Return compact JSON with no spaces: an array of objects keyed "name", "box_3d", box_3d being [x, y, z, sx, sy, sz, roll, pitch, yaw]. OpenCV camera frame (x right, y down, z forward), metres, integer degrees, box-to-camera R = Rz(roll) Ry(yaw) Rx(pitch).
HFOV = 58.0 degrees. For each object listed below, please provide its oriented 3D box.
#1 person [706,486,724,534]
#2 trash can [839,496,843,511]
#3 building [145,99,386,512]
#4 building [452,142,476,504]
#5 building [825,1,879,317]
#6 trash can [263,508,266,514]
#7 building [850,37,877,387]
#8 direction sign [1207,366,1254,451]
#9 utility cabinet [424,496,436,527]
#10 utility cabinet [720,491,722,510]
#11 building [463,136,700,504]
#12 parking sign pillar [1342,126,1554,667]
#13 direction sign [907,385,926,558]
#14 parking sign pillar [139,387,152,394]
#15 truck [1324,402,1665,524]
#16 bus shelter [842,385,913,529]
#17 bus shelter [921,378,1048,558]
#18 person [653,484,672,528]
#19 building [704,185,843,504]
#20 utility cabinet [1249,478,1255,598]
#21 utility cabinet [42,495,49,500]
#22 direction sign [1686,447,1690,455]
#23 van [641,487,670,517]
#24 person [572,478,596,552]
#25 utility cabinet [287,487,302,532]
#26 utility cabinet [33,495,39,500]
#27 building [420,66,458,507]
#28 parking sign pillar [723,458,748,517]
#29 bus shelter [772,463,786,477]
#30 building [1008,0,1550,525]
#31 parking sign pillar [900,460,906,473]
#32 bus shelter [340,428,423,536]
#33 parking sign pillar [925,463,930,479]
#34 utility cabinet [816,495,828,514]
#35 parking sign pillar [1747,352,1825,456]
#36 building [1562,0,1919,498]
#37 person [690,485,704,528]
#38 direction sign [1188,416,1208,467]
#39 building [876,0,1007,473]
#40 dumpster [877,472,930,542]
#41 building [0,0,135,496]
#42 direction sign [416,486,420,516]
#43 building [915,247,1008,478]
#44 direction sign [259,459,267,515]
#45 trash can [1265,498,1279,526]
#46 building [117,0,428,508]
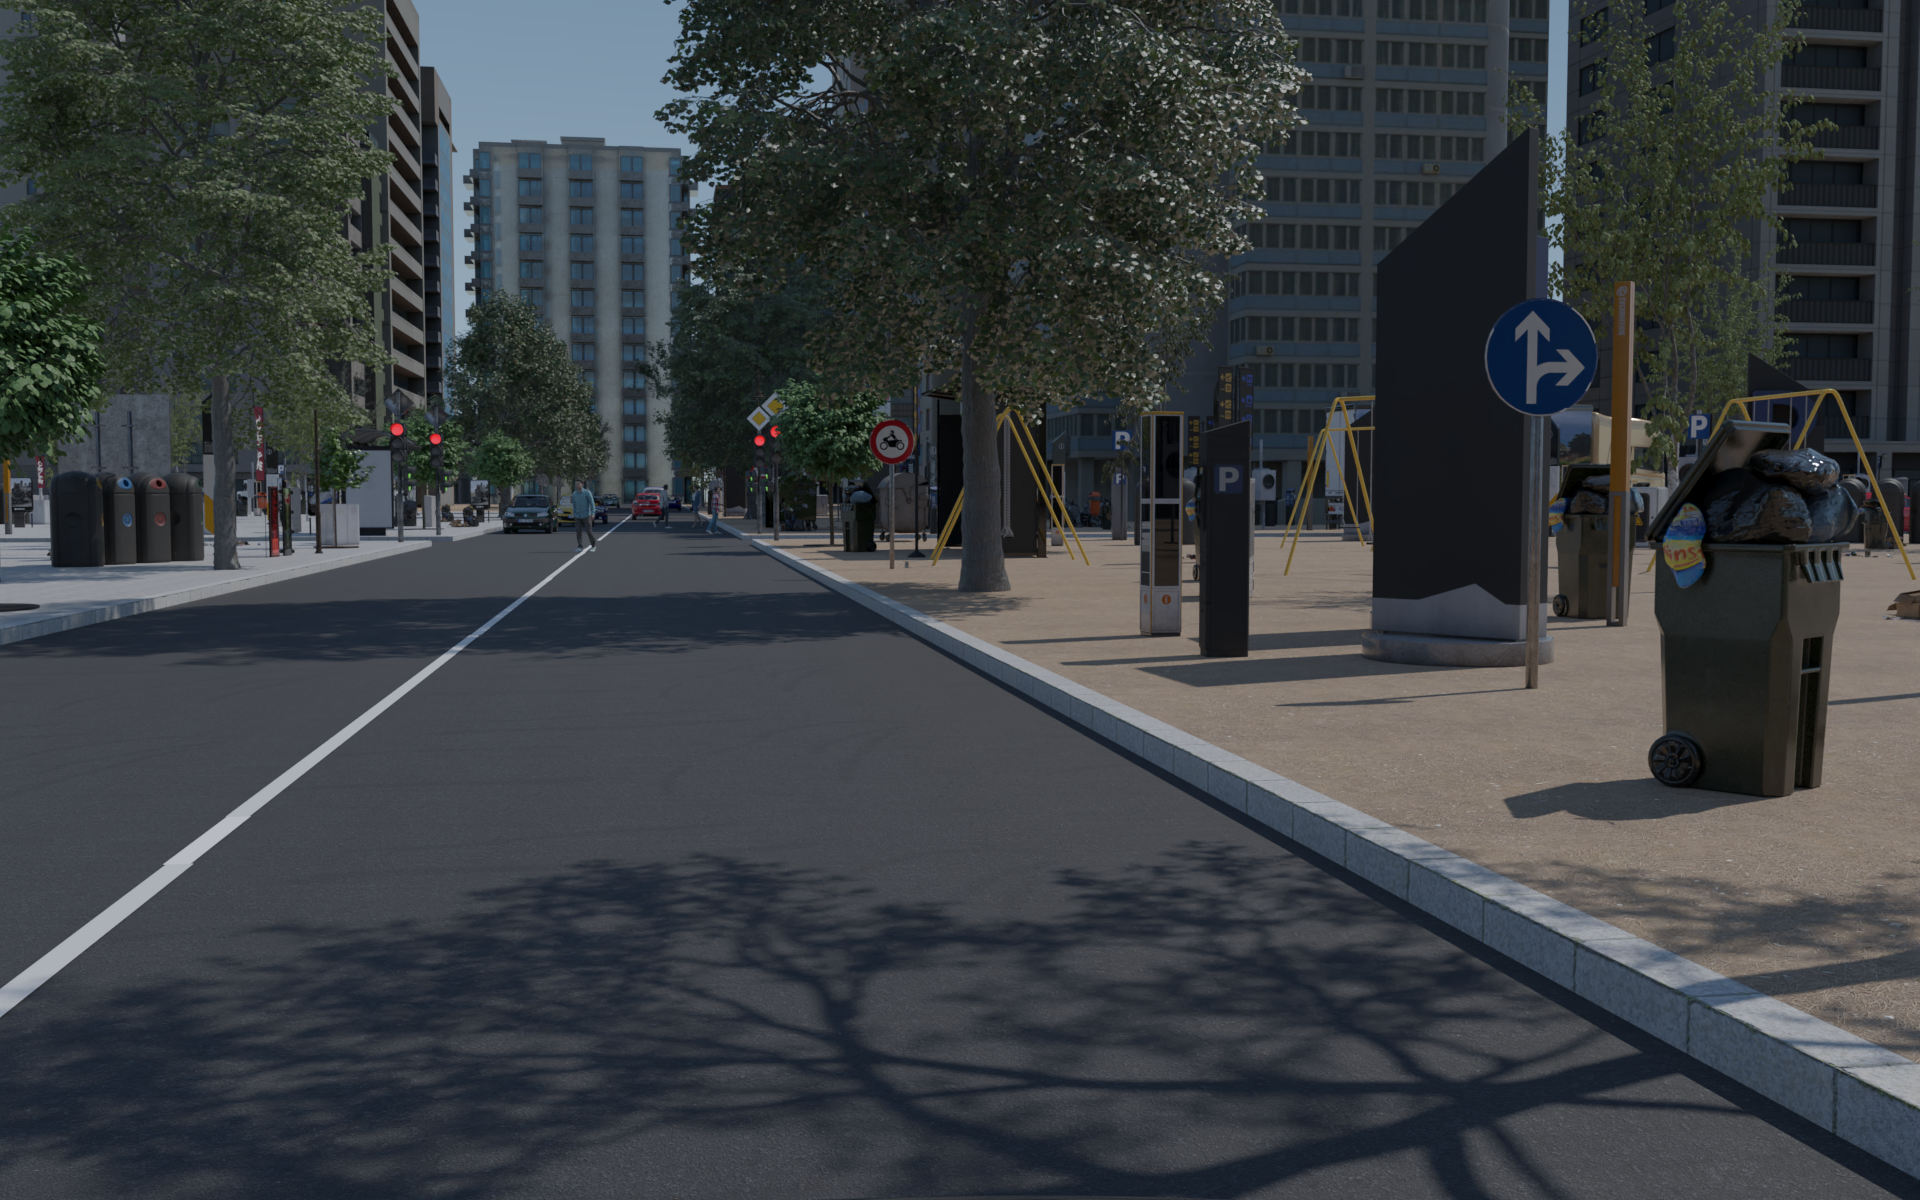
[{"name":"person","box_3d":[-8.837,-3.245,62.399,0.643,1.720,0.563,-1,4,-10]},{"name":"trash can","box_3d":[-8.433,-6.990,125.933,0.748,1.137,0.748,0,3,0]},{"name":"building","box_3d":[-51.939,-21.971,130.928,14.160,30.474,14.107,-1,4,-10]},{"name":"building","box_3d":[-80.212,-39.260,231.137,27.495,52.752,28.713,-1,4,-10]},{"name":"building","box_3d":[1.319,-36.225,181.512,28.713,52.752,27.495,-1,4,-10]},{"name":"trash can","box_3d":[-43.053,-5.882,107.823,0.748,1.137,0.748,0,3,0]},{"name":"building","box_3d":[-2.422,-31.184,159.971,14.600,45.320,14.200,-1,4,-10]},{"name":"direction sign","box_3d":[4.922,-2.384,30.970,0.876,3.537,0.379,-3,4,-37]},{"name":"utility cabinet","box_3d":[-20.726,-3.466,67.832,0.306,1.237,1.020,0,4,-6]},{"name":"utility cabinet","box_3d":[-17.366,-7.239,127.039,0.318,1.500,1.173,2,4,24]},{"name":"building","box_3d":[-50.827,-37.635,234.942,30.456,49.044,23.786,-1,4,-10]},{"name":"parking sign pillar","box_3d":[3.880,-1.525,13.413,1.447,3.967,1.447,-3,5,-43]},{"name":"direction sign","box_3d":[-0.879,-2.632,35.028,0.379,3.537,0.876,0,4,6]},{"name":"parking sign pillar","box_3d":[-20.886,-3.353,43.298,1.447,3.967,1.447,3,4,36]},{"name":"truck","box_3d":[17.341,-4.043,55.013,11.283,4.237,2.839,-1,4,-10]},{"name":"bus shelter","box_3d":[-3.175,-5.144,61.739,2.179,5.291,8.768,-1,4,-10]},{"name":"bus shelter","box_3d":[0.468,-2.835,37.627,1.731,3.624,6.357,-1,4,-10]},{"name":"person","box_3d":[-12.382,-3.900,72.116,0.795,1.843,0.661,-2,4,-29]},{"name":"building","box_3d":[-20.977,-35.716,238.585,28.867,44.769,22.147,-1,4,-10]},{"name":"utility cabinet","box_3d":[3.490,-0.784,21.491,0.318,1.500,1.173,1,4,12]},{"name":"utility cabinet","box_3d":[-47.602,-4.835,90.209,0.306,1.237,1.020,-2,4,-34]},{"name":"direction sign","box_3d":[34.999,-5.588,83.354,0.379,3.537,0.876,1,4,15]},{"name":"van","box_3d":[-19.686,-6.395,111.570,2.013,2.044,4.112,-1,4,-9]},{"name":"person","box_3d":[-9.296,-2.104,42.913,0.660,1.820,0.620,1,4,16]},{"name":"utility cabinet","box_3d":[-22.242,-3.009,57.872,0.318,1.500,1.173,-2,4,-28]},{"name":"utility cabinet","box_3d":[-58.584,-6.003,109.308,0.306,1.237,1.020,1,4,20]},{"name":"building","box_3d":[-60.029,-32.274,177.789,14.200,45.320,14.600,-1,4,-10]},{"name":"parking sign pillar","box_3d":[-12.843,-6.764,99.062,1.447,3.967,1.447,1,4,10]},{"name":"bus shelter","box_3d":[-11.005,-8.001,108.449,2.179,5.291,8.768,-1,4,-10]},{"name":"building","box_3d":[15.725,-24.196,87.482,23.993,40.220,32.217,-1,4,-10]},{"name":"parking sign pillar","box_3d":[-3.509,-7.704,114.435,1.447,3.967,1.447,-2,4,-29]},{"name":"bus shelter","box_3d":[-18.683,-3.781,55.741,2.014,3.302,5.546,-1,4,-10]},{"name":"parking sign pillar","box_3d":[-1.740,-7.791,115.855,1.447,3.967,1.447,3,4,38]},{"name":"utility cabinet","box_3d":[-8.894,-6.028,109.721,1.020,1.237,0.306,-1,4,-23]},{"name":"parking sign pillar","box_3d":[15.572,-2.706,32.721,1.447,3.967,1.447,1,4,15]},{"name":"building","box_3d":[46.068,-39.795,88.898,20.611,71.187,20.563,-1,4,-10]},{"name":"person","box_3d":[-11.110,-3.960,73.273,0.654,1.822,0.581,-2,4,-26]},{"name":"direction sign","box_3d":[7.042,-3.561,50.226,0.876,3.537,0.379,1,4,10]},{"name":"building","box_3d":[-0.205,-28.261,145.660,14.154,41.232,14.086,-1,4,-10]},{"name":"dumpster","box_3d":[-1.524,-2.529,47.110,1.264,1.857,1.865,-1,4,-10]},{"name":"building","box_3d":[-94.291,-38.278,167.845,28.212,58.520,21.231,-1,4,-10]},{"name":"direction sign","box_3d":[-32.499,-6.822,103.532,0.876,3.537,0.379,1,4,22]},{"name":"building","box_3d":[12.622,-16.854,120.598,27.650,21.520,28.899,-1,4,-10]},{"name":"direction sign","box_3d":[-42.378,-6.955,105.718,0.876,3.537,0.379,1,4,15]},{"name":"trash can","box_3d":[12.334,-3.503,68.934,0.748,1.137,0.748,0,3,0]},{"name":"building","box_3d":[-58.227,-32.049,147.703,21.300,48.544,21.600,-1,4,-10]}]
